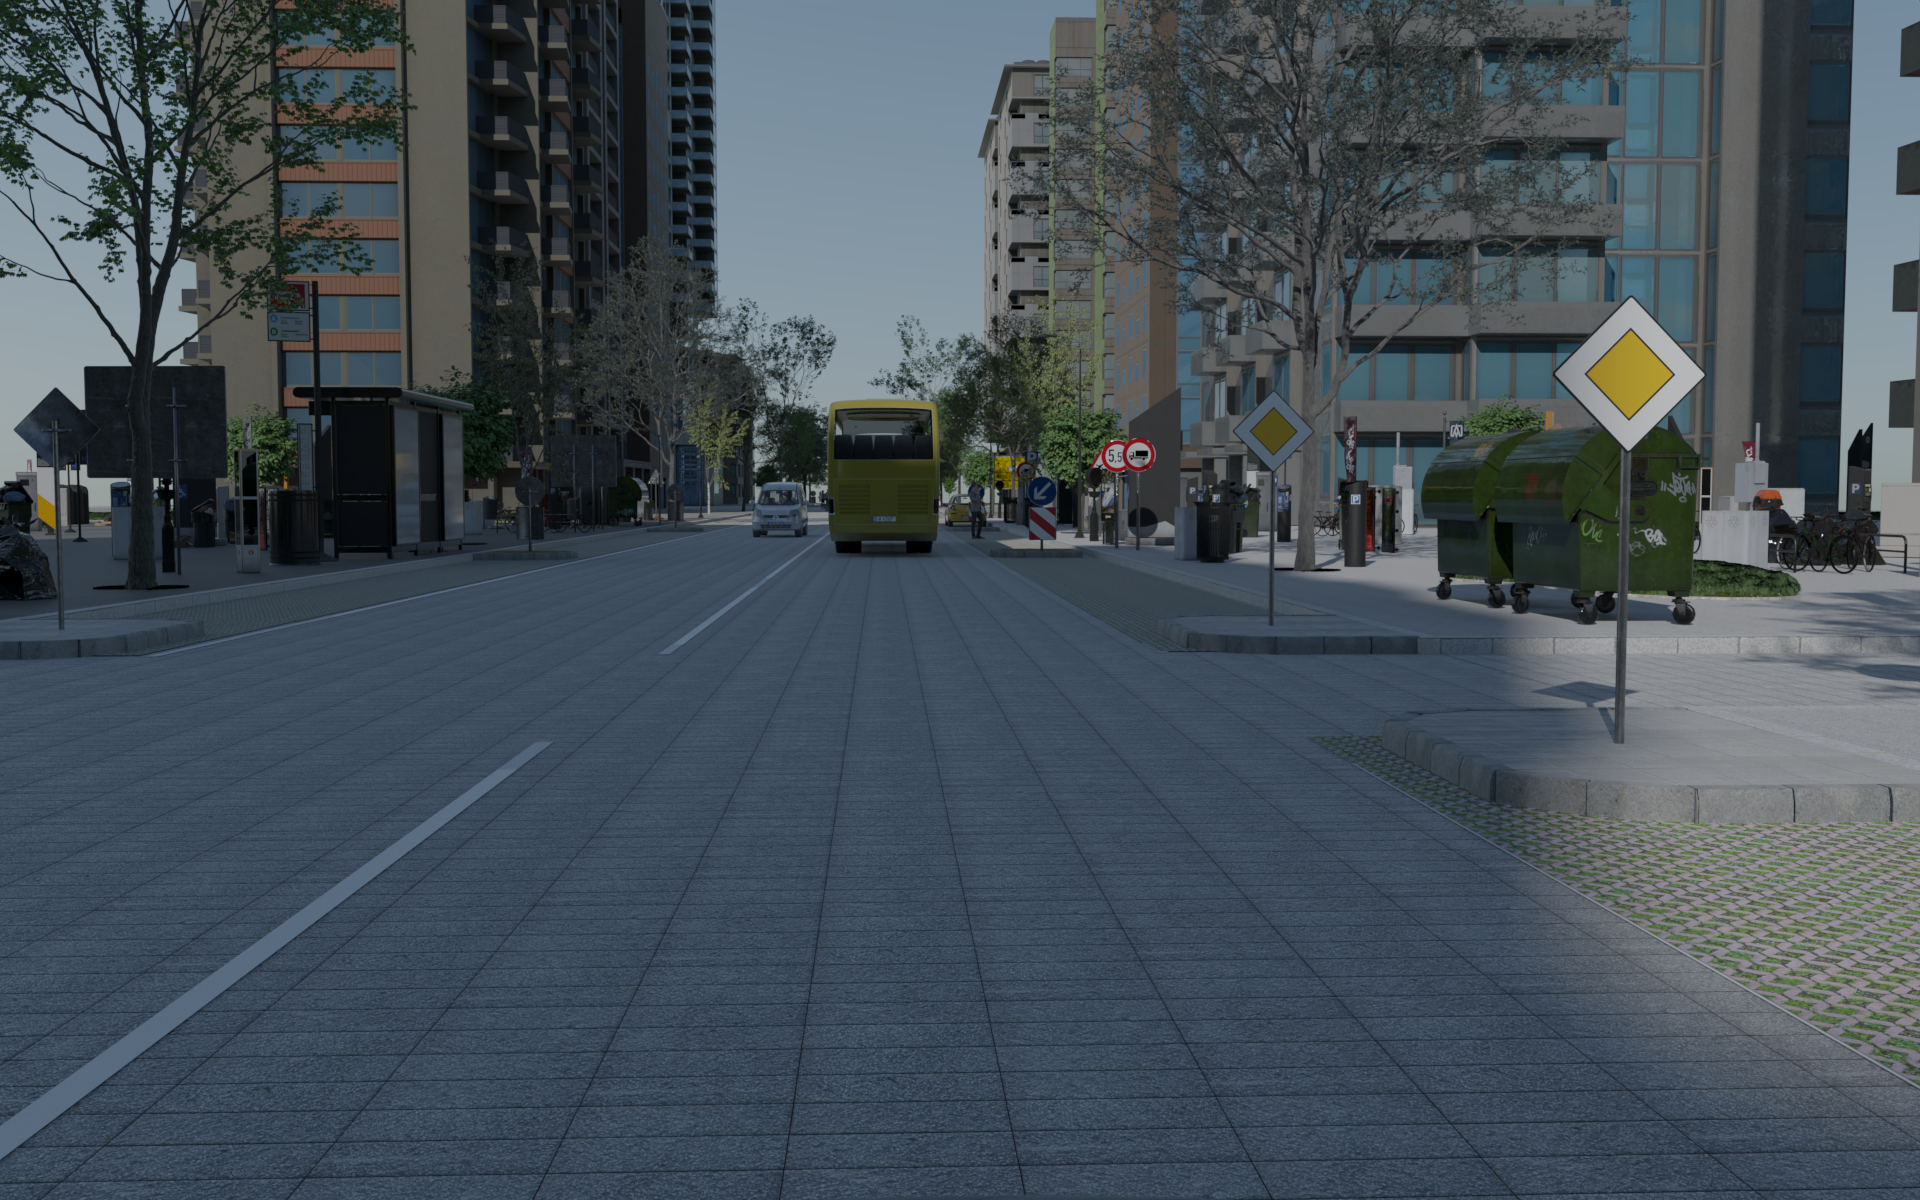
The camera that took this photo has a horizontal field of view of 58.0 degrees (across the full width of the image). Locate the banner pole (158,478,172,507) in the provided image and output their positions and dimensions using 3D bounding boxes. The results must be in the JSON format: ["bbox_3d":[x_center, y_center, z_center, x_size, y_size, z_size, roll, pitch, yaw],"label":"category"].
[{"bbox_3d":[-23.026,-3.674,50.089,0.863,3.779,0.401,2,4,35],"label":"banner pole"}]

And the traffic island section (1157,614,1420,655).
[{"bbox_3d":[3.054,0.329,16.908,2.009,0.180,2.903,0,4,-3],"label":"traffic island section"}]

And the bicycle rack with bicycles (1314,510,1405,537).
[{"bbox_3d":[11.621,-2.387,52.405,2.925,0.926,2.852,3,5,39],"label":"bicycle rack with bicycles"}]

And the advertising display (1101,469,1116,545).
[{"bbox_3d":[3.773,-2.351,43.647,0.123,1.923,0.974,-1,4,-15],"label":"advertising display"}]

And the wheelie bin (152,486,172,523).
[{"bbox_3d":[-32.120,-3.774,69.609,0.693,1.594,0.980,-3,5,-45],"label":"wheelie bin"}]

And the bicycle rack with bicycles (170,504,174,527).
[{"bbox_3d":[-29.072,-3.161,65.071,2.925,0.926,2.852,-3,5,-44],"label":"bicycle rack with bicycles"}]

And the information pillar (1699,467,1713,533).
[{"bbox_3d":[20.663,-2.659,47.971,0.304,2.012,0.304,2,4,27],"label":"information pillar"}]

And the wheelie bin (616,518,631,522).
[{"bbox_3d":[-15.409,-4.378,79.485,0.693,1.594,0.980,2,4,31],"label":"wheelie bin"}]

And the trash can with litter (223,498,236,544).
[{"bbox_3d":[-18.735,-2.050,44.901,0.624,1.170,1.055,-2,4,-29],"label":"trash can with litter"}]

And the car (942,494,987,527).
[{"bbox_3d":[0.235,-4.069,76.757,2.015,1.641,3.980,0,4,-3],"label":"car"}]

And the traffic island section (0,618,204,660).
[{"bbox_3d":[-8.525,0.360,16.393,2.009,0.180,2.903,0,4,-3],"label":"traffic island section"}]

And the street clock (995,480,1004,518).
[{"bbox_3d":[2.095,-5.311,91.405,0.471,2.002,0.358,0,4,6],"label":"street clock"}]

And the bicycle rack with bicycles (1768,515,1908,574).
[{"bbox_3d":[14.356,-0.946,28.843,2.852,0.926,2.925,0,4,3],"label":"bicycle rack with bicycles"}]

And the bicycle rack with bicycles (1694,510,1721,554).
[{"bbox_3d":[16.295,-1.523,38.286,2.852,0.926,2.925,1,4,19],"label":"bicycle rack with bicycles"}]

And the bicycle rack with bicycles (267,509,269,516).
[{"bbox_3d":[-29.247,-3.880,76.816,2.852,0.926,2.925,2,4,32],"label":"bicycle rack with bicycles"}]

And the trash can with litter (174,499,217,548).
[{"bbox_3d":[-18.364,-1.841,41.481,1.055,1.170,0.624,-1,4,-9],"label":"trash can with litter"}]

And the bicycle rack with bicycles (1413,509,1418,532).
[{"bbox_3d":[14.449,-2.831,59.666,2.852,0.926,2.925,0,4,7],"label":"bicycle rack with bicycles"}]

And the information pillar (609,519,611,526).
[{"bbox_3d":[-14.247,-4.850,70.657,0.183,3.616,0.504,0,4,-8],"label":"information pillar"}]

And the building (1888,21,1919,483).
[{"bbox_3d":[32.206,-25.089,33.912,21.600,48.544,21.300,0,4,-3],"label":"building"}]

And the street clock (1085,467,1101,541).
[{"bbox_3d":[3.640,-2.591,46.937,0.471,2.002,0.358,-2,4,-30],"label":"street clock"}]

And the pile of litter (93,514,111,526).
[{"bbox_3d":[-34.523,-3.470,70.697,1.719,0.858,1.176,1,4,20],"label":"pile of litter"}]

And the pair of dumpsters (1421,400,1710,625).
[{"bbox_3d":[6.477,-1.005,18.923,1.574,2.255,4.437,0,4,-2],"label":"pair of dumpsters"}]

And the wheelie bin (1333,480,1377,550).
[{"bbox_3d":[9.118,-1.961,39.978,0.980,1.594,0.693,0,4,7],"label":"wheelie bin"}]

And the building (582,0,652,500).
[{"bbox_3d":[-34.092,-42.216,128.487,20.563,71.187,20.611,0,4,-3],"label":"building"}]

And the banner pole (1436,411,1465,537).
[{"bbox_3d":[14.753,-3.794,52.042,0.863,3.779,0.401,3,5,41],"label":"banner pole"}]

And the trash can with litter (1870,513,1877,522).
[{"bbox_3d":[40.472,-4.110,78.252,2.233,1.210,1.678,-1,4,-8],"label":"trash can with litter"}]

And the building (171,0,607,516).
[{"bbox_3d":[-33.773,-27.500,104.242,22.147,44.769,28.867,0,4,-3],"label":"building"}]

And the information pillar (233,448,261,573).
[{"bbox_3d":[-11.567,-1.444,28.104,0.304,2.012,0.304,-3,5,-40],"label":"information pillar"}]

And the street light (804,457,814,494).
[{"bbox_3d":[-19.001,-14.984,217.527,1.470,5.913,1.316,0,4,-3],"label":"street light"}]

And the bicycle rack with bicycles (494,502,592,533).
[{"bbox_3d":[-13.990,-2.673,57.087,2.925,0.926,2.852,2,4,32],"label":"bicycle rack with bicycles"}]

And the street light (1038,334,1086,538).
[{"bbox_3d":[2.944,-4.755,50.280,1.470,5.913,1.316,0,4,-3],"label":"street light"}]

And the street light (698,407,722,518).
[{"bbox_3d":[-13.370,-7.355,92.800,1.470,5.913,1.316,0,4,-3],"label":"street light"}]

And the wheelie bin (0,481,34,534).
[{"bbox_3d":[-22.642,-2.051,41.440,0.980,1.594,0.693,2,4,32],"label":"wheelie bin"}]

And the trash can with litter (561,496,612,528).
[{"bbox_3d":[-14.177,-3.291,64.870,2.233,1.210,1.678,1,4,16],"label":"trash can with litter"}]

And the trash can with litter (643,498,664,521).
[{"bbox_3d":[-14.887,-4.425,83.738,1.055,1.170,0.624,-3,4,-37],"label":"trash can with litter"}]

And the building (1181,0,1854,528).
[{"bbox_3d":[22.752,-27.942,76.461,23.786,49.044,30.456,0,4,-3],"label":"building"}]

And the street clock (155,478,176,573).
[{"bbox_3d":[-12.984,-1.456,28.371,0.358,2.002,0.471,-1,4,-19],"label":"street clock"}]

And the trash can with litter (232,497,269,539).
[{"bbox_3d":[-20.330,-2.328,49.119,2.233,1.210,1.678,-1,4,-16],"label":"trash can with litter"}]

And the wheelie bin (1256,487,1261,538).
[{"bbox_3d":[8.566,-2.650,51.229,0.693,1.594,0.980,0,4,7],"label":"wheelie bin"}]

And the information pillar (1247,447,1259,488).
[{"bbox_3d":[10.524,-4.330,62.150,0.183,3.616,0.504,-3,5,-44],"label":"information pillar"}]

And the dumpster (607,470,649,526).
[{"bbox_3d":[-13.350,-4.088,69.326,1.502,2.255,1.985,0,4,-2],"label":"dumpster"}]

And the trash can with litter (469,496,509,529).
[{"bbox_3d":[-17.708,-3.242,64.071,2.233,1.210,1.678,0,4,7],"label":"trash can with litter"}]

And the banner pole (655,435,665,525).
[{"bbox_3d":[-12.626,-5.078,73.036,0.401,3.779,0.863,0,4,2],"label":"banner pole"}]

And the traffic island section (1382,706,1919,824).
[{"bbox_3d":[3.414,0.816,8.931,2.009,0.180,2.903,0,4,-3],"label":"traffic island section"}]

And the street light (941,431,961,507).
[{"bbox_3d":[-0.528,-9.467,127.322,1.470,5.913,1.316,0,4,-3],"label":"street light"}]

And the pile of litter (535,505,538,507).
[{"bbox_3d":[-18.703,-3.786,75.858,1.719,0.858,1.176,-1,4,-15],"label":"pile of litter"}]

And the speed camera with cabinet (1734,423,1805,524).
[{"bbox_3d":[22.797,-3.328,48.742,2.038,3.252,0.660,-1,4,-21],"label":"speed camera with cabinet"}]

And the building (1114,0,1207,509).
[{"bbox_3d":[16.804,-27.524,100.128,14.600,45.320,14.200,0,4,-3],"label":"building"}]

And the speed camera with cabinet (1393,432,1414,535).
[{"bbox_3d":[14.082,-3.706,54.934,0.660,3.252,2.038,1,4,13],"label":"speed camera with cabinet"}]

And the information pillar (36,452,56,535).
[{"bbox_3d":[-28.470,-3.829,53.953,0.504,3.616,0.183,-2,4,-29],"label":"information pillar"}]

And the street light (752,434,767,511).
[{"bbox_3d":[-15.358,-9.858,133.715,1.470,5.913,1.316,0,4,-3],"label":"street light"}]

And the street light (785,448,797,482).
[{"bbox_3d":[-17.150,-12.434,175.841,1.470,5.913,1.316,0,4,-3],"label":"street light"}]

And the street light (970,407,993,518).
[{"bbox_3d":[1.082,-7.283,91.614,1.470,5.913,1.316,0,4,-3],"label":"street light"}]

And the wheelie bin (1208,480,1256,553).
[{"bbox_3d":[5.881,-1.835,37.917,0.693,1.594,0.980,3,4,37],"label":"wheelie bin"}]

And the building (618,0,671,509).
[{"bbox_3d":[-32.472,-30.378,146.792,14.600,45.320,14.200,0,4,-3],"label":"building"}]

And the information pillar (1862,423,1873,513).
[{"bbox_3d":[29.897,-4.022,57.111,0.183,3.616,0.504,0,4,-2],"label":"information pillar"}]
